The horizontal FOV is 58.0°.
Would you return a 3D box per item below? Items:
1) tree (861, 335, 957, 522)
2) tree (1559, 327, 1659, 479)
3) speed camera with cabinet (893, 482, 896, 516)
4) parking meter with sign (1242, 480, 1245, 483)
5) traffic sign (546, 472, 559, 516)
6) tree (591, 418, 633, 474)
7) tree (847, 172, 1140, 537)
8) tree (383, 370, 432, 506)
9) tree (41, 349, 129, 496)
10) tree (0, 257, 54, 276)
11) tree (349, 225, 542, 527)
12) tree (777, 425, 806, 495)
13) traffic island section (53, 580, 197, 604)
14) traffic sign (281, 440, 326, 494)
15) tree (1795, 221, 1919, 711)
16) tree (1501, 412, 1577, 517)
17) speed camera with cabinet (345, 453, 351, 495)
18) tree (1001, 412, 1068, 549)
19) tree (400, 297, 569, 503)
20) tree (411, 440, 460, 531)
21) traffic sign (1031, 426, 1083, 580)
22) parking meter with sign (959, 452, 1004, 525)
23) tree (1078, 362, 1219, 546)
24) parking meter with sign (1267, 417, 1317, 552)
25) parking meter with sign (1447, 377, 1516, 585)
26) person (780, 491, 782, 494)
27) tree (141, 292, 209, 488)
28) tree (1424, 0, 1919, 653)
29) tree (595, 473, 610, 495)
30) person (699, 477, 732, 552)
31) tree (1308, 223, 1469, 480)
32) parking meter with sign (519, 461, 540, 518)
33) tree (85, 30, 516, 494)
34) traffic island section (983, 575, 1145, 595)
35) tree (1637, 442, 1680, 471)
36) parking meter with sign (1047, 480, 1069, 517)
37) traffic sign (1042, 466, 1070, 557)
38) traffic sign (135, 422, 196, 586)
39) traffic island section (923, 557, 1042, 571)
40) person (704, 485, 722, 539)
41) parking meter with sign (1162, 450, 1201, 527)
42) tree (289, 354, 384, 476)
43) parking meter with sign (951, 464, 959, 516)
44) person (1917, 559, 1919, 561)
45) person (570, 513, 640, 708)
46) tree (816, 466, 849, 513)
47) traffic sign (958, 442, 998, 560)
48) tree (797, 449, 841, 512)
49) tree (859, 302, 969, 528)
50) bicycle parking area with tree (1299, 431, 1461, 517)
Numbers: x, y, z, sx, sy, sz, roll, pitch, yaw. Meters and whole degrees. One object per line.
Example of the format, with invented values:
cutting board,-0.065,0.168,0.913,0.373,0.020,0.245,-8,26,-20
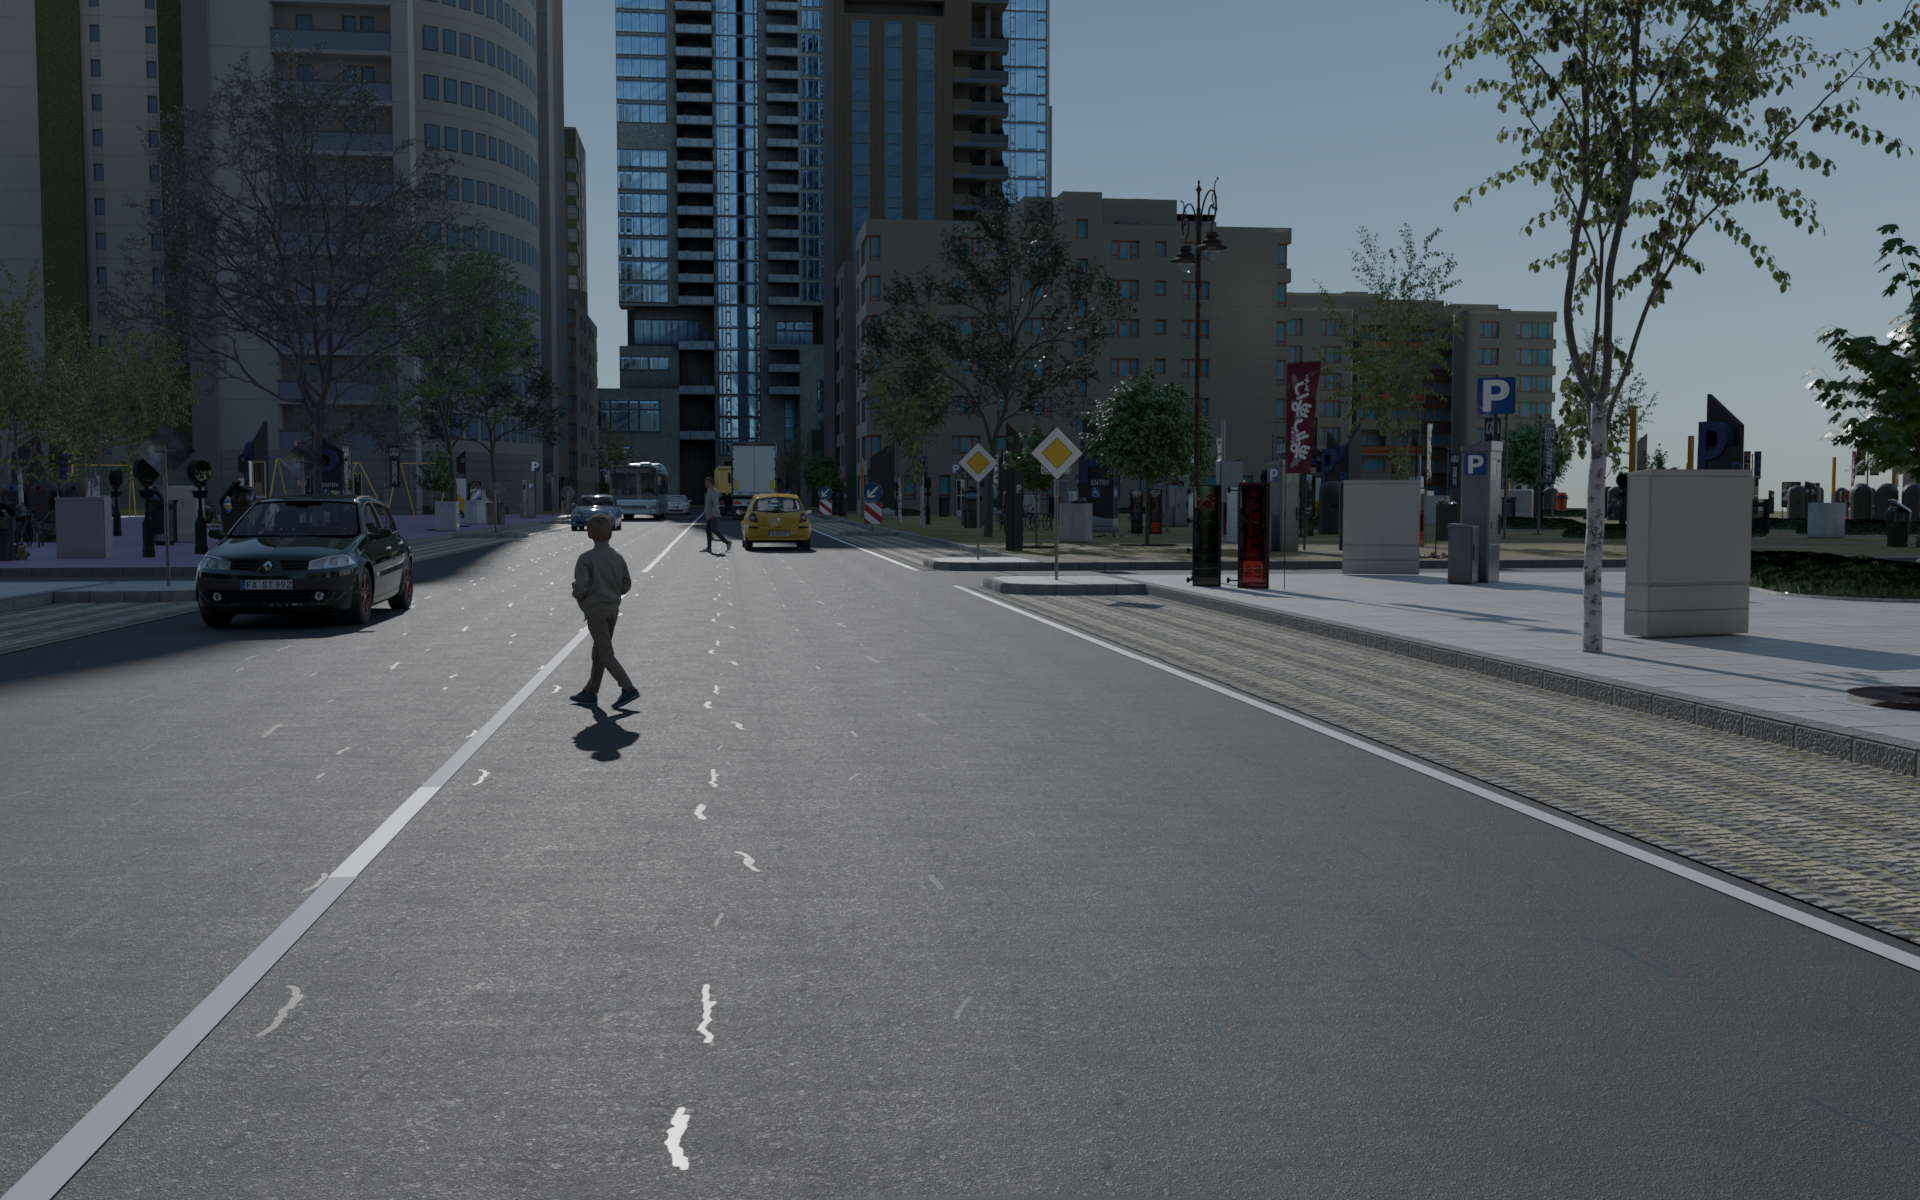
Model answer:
tree,-2.559,-7.903,79.570,4.360,8.622,3.978,0,3,0
tree,28.212,-7.682,75.962,4.737,8.622,4.395,0,3,0
speed camera with cabinet,-3.817,-6.028,92.892,0.660,3.252,2.038,0,4,3
parking meter with sign,14.838,-5.886,92.495,1.738,3.016,0.543,1,4,23
traffic sign,-23.677,-6.149,100.648,0.768,2.556,0.104,0,4,-7
tree,-32.832,-13.084,164.287,4.737,8.622,4.395,0,3,0
tree,0.843,-7.142,51.183,8.767,10.594,7.601,0,4,-4
tree,-32.309,-9.027,97.953,4.360,8.622,3.978,0,3,0
tree,-43.548,-8.339,86.705,4.360,8.622,3.978,0,3,0
tree,-28.840,-6.306,53.471,4.737,8.622,4.395,0,3,0
tree,-19.911,-8.651,67.194,9.928,11.665,9.643,0,3,0
tree,-17.777,-14.340,184.828,4.737,8.622,4.395,0,3,0
traffic island section,-11.066,-0.115,24.168,2.009,0.180,2.903,0,4,-8
traffic sign,-12.130,-1.736,32.021,0.795,2.450,0.064,0,4,-8
tree,6.024,-0.982,10.654,1.663,3.219,1.824,0,3,0
tree,23.152,-5.268,69.840,4.285,4.588,4.351,0,3,0
speed camera with cabinet,-29.555,-5.363,82.016,2.038,3.252,0.660,0,4,3
tree,1.766,-2.848,41.168,1.663,3.219,1.824,0,3,0
tree,-20.580,-8.634,75.573,7.601,10.594,8.767,0,4,-4
tree,-18.342,-4.080,61.306,1.663,3.219,1.824,0,3,0
traffic sign,1.437,-1.355,25.796,0.795,2.450,0.064,0,4,-8
parking meter with sign,0.931,-4.604,71.533,1.738,3.016,0.543,0,4,4
tree,4.724,-3.626,43.005,4.285,4.588,4.351,0,3,0
parking meter with sign,7.232,-2.608,38.903,1.738,3.016,0.543,-3,5,-41
parking meter with sign,7.571,-1.772,25.241,0.543,3.016,1.738,2,4,32
person,-16.115,-8.965,155.631,0.434,1.755,0.990,-3,4,-38
tree,-29.179,-6.840,62.192,4.737,8.622,4.395,0,3,0
tree,5.373,-3.882,13.841,4.360,8.622,3.978,0,3,0
tree,-32.004,-9.838,155.452,1.663,3.219,1.824,0,3,0
person,-6.034,-2.103,42.738,0.795,1.843,0.661,-1,4,-16
tree,11.602,-5.870,46.339,4.737,8.622,4.395,0,3,0
parking meter with sign,-23.088,-5.899,92.715,0.543,3.016,1.738,-3,4,-38
tree,-17.175,-8.297,46.020,12.009,13.543,11.850,0,3,0
traffic island section,1.459,-0.220,25.877,2.009,0.180,2.903,0,4,-8
tree,26.163,-4.296,64.843,1.663,3.219,1.824,0,3,0
parking meter with sign,5.693,-6.117,96.279,1.738,3.016,0.543,0,4,1
traffic sign,1.960,-2.040,35.479,0.606,2.300,0.079,0,4,-4
traffic sign,-11.043,-1.252,24.110,0.795,2.450,0.064,0,4,-8
traffic island section,0.373,-0.704,33.788,2.009,0.180,2.903,0,4,-8
person,-7.968,-2.858,55.475,0.600,1.795,0.529,1,4,20
parking meter with sign,8.447,-4.323,66.948,1.738,3.016,0.543,-2,4,-28
tree,-33.215,-8.568,90.449,4.360,8.622,3.978,0,3,0
parking meter with sign,-0.019,-6.403,100.947,0.543,3.016,1.738,1,4,15
person,18.557,-1.464,33.114,0.598,1.740,0.731,-1,4,-22
person,-2.416,0.070,11.636,0.640,1.303,0.475,2,4,26
tree,-8.537,-7.472,116.774,1.663,3.219,1.824,0,3,0
traffic sign,0.351,-1.839,33.707,0.795,2.450,0.064,0,4,-8
tree,-10.247,-8.721,126.303,4.285,4.588,4.351,0,3,0
tree,-1.677,-7.026,65.246,4.737,8.622,4.395,0,3,0
bicycle parking area with tree,19.688,-5.768,81.304,9.016,4.147,8.231,0,4,-8
